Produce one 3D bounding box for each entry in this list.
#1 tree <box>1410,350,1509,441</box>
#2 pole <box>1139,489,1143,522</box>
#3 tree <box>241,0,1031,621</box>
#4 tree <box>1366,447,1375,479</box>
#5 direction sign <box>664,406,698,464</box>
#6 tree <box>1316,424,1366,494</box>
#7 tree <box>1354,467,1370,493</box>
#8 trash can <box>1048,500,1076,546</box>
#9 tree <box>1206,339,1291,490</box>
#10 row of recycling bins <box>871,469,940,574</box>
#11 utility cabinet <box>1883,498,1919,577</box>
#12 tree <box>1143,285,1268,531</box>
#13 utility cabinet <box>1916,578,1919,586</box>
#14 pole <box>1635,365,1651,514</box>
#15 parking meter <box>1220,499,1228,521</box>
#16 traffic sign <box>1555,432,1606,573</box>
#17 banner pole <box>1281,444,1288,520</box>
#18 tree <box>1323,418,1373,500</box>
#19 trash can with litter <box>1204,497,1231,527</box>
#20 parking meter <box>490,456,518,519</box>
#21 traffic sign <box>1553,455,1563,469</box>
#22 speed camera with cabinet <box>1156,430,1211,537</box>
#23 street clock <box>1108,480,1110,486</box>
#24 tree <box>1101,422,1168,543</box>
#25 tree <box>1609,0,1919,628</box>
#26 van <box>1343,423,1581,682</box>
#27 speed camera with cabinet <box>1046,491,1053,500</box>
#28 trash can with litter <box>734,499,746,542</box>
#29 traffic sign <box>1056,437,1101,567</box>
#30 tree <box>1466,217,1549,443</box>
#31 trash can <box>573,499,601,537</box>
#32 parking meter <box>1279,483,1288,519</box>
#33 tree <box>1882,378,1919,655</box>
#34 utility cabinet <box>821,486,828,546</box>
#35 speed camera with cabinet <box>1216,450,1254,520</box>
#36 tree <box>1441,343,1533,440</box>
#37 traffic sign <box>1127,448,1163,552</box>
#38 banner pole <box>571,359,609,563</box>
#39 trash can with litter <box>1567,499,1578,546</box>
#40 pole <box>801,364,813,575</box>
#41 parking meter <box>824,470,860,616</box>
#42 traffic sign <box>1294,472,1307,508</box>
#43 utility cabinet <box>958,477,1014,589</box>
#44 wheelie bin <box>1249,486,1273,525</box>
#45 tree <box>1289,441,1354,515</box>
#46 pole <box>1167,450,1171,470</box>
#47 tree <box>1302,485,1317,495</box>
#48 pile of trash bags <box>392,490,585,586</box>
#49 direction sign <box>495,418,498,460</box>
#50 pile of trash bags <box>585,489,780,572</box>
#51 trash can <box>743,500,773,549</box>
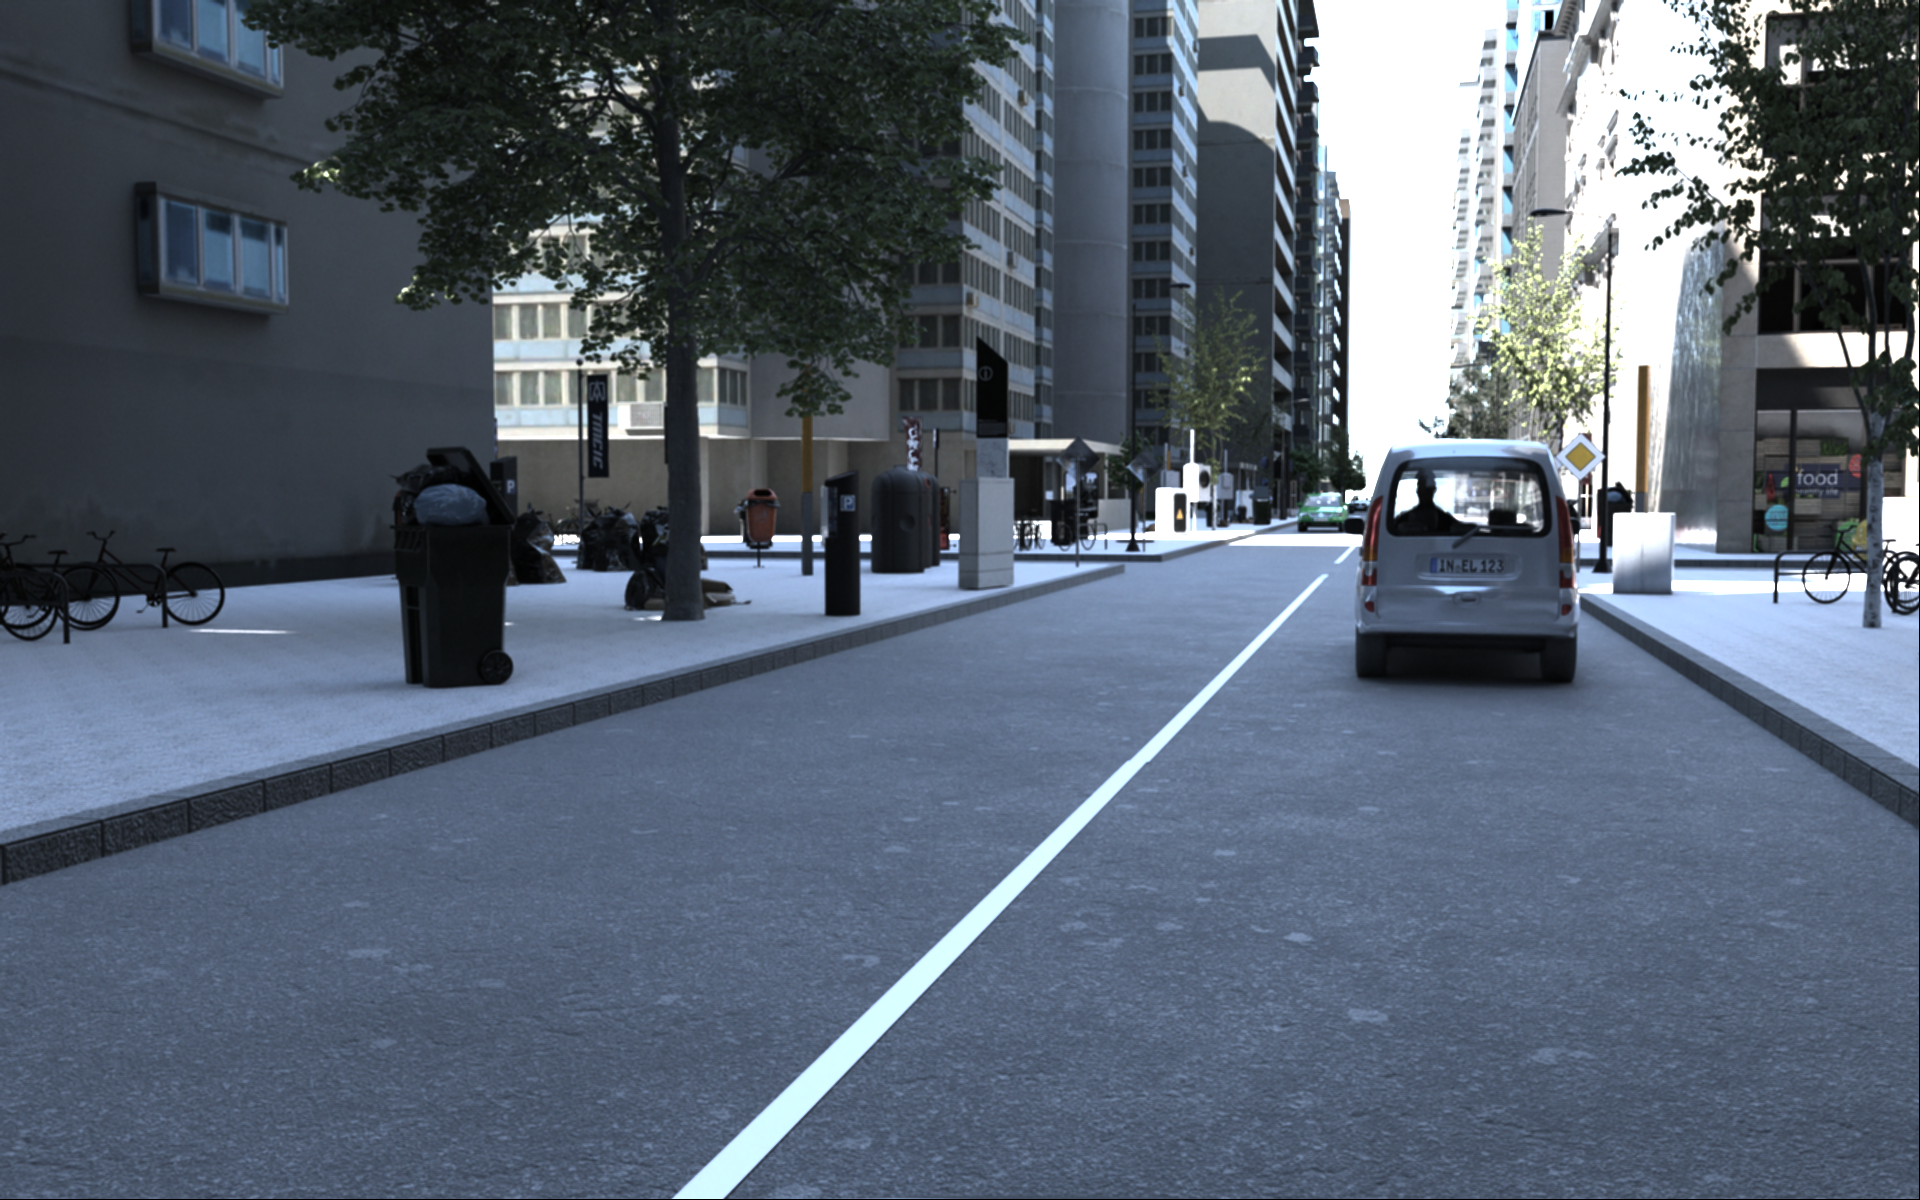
[{"bbox_3d":[33.485,-10.942,113.320,8.767,10.594,7.601,2,4,26],"label":"tree"},{"bbox_3d":[8.243,-5.189,78.676,0.158,3.312,0.155,0,3,0],"label":"pole"},{"bbox_3d":[-3.143,-6.087,17.642,7.486,12.596,7.792,0,3,0],"label":"tree"},{"bbox_3d":[61.197,-19.205,264.367,4.360,8.622,3.978,0,3,0],"label":"tree"},{"bbox_3d":[-7.215,-3.237,44.919,0.876,3.537,0.379,-1,4,-21],"label":"direction sign"},{"bbox_3d":[39.102,-14.040,179.914,4.360,8.622,3.978,0,3,0],"label":"tree"},{"bbox_3d":[38.442,-11.612,173.572,4.285,4.588,4.351,0,3,0],"label":"tree"},{"bbox_3d":[2.566,-1.929,43.190,0.748,1.137,0.748,0,3,0],"label":"trash can"},{"bbox_3d":[13.530,-7.989,80.987,4.360,8.622,3.978,0,3,0],"label":"tree"},{"bbox_3d":[-0.945,-1.377,29.619,1.069,1.692,3.534,0,4,5],"label":"row of recycling bins"},{"bbox_3d":[15.207,-1.017,27.790,1.020,1.237,0.306,0,4,5],"label":"utility cabinet"},{"bbox_3d":[8.634,-6.713,60.120,4.737,8.622,4.395,0,3,0],"label":"tree"},{"bbox_3d":[13.838,-0.800,24.244,1.020,1.237,0.306,-2,4,-29],"label":"utility cabinet"},{"bbox_3d":[10.834,-2.059,27.507,0.158,3.312,0.155,0,3,0],"label":"pole"},{"bbox_3d":[12.577,-4.531,82.492,0.372,1.533,0.369,0,3,0],"label":"parking meter"},{"bbox_3d":[10.089,-1.503,28.223,0.795,2.450,0.064,1,4,14],"label":"traffic sign"},{"bbox_3d":[16.198,-5.918,86.771,0.401,3.779,0.863,2,4,24],"label":"banner pole"},{"bbox_3d":[37.355,-13.316,168.075,4.737,8.622,4.395,0,3,0],"label":"tree"},{"bbox_3d":[9.986,-3.401,67.001,1.055,1.170,0.624,3,5,40],"label":"trash can with litter"},{"bbox_3d":[-7.053,-1.289,26.793,0.255,1.863,0.399,2,4,25],"label":"parking meter"},{"bbox_3d":[12.079,-1.976,35.957,0.795,2.450,0.064,1,4,14],"label":"traffic sign"},{"bbox_3d":[6.813,-3.569,52.682,0.660,3.252,2.038,3,5,44],"label":"speed camera with cabinet"},{"bbox_3d":[6.707,-4.353,75.737,0.471,2.002,0.358,2,4,25],"label":"street clock"},{"bbox_3d":[4.531,-3.150,46.109,1.663,3.219,1.824,0,3,0],"label":"tree"},{"bbox_3d":[8.552,-4.040,16.421,4.737,8.622,4.395,0,3,0],"label":"tree"},{"bbox_3d":[4.260,-0.471,14.720,2.013,2.044,4.112,1,4,15],"label":"van"},{"bbox_3d":[3.927,-5.771,88.695,0.660,3.252,2.038,3,5,41],"label":"speed camera with cabinet"},{"bbox_3d":[-5.529,-2.117,45.998,0.624,1.170,1.055,1,4,15],"label":"trash can with litter"},{"bbox_3d":[2.061,-1.631,30.302,0.795,2.450,0.064,1,4,14],"label":"traffic sign"},{"bbox_3d":[15.808,-5.881,46.518,4.737,8.622,4.395,0,3,0],"label":"tree"},{"bbox_3d":[-10.336,-2.222,47.991,0.748,1.137,0.748,0,3,0],"label":"trash can"},{"bbox_3d":[16.642,-5.097,89.042,0.399,1.863,0.255,0,4,5],"label":"parking meter"},{"bbox_3d":[7.839,-1.123,12.960,1.663,3.219,1.824,0,3,0],"label":"tree"},{"bbox_3d":[-3.042,-2.011,41.560,0.318,1.500,1.173,-1,4,-21],"label":"utility cabinet"},{"bbox_3d":[12.479,-5.104,77.788,2.038,3.252,0.660,-1,4,-17],"label":"speed camera with cabinet"},{"bbox_3d":[24.950,-8.036,81.758,4.360,8.622,3.978,0,3,0],"label":"tree"},{"bbox_3d":[4.051,-2.104,38.036,0.795,2.450,0.064,1,4,14],"label":"traffic sign"},{"bbox_3d":[-6.824,-2.570,32.039,0.863,3.779,0.401,2,4,25],"label":"banner pole"},{"bbox_3d":[14.133,-1.815,41.069,0.624,1.170,1.055,-2,4,-31],"label":"trash can with litter"},{"bbox_3d":[-2.416,-2.046,27.295,0.158,3.312,0.155,0,3,0],"label":"pole"},{"bbox_3d":[-1.245,-0.608,18.346,0.372,1.533,0.369,0,3,0],"label":"parking meter"},{"bbox_3d":[19.905,-6.188,101.272,0.768,2.556,0.104,1,4,23],"label":"traffic sign"},{"bbox_3d":[0.355,-0.915,23.631,0.318,1.500,1.173,2,4,26],"label":"utility cabinet"},{"bbox_3d":[12.856,-4.013,73.517,0.693,1.594,0.980,-2,4,-27],"label":"wheelie bin"},{"bbox_3d":[20.957,-7.519,106.648,4.285,4.588,4.351,0,3,0],"label":"tree"},{"bbox_3d":[9.734,-5.326,80.920,0.158,3.312,0.155,0,3,0],"label":"pole"},{"bbox_3d":[25.171,-8.035,125.977,1.663,3.219,1.824,0,3,0],"label":"tree"},{"bbox_3d":[-7.326,-0.953,25.331,3.447,1.369,1.912,3,5,44],"label":"pile of trash bags"},{"bbox_3d":[-14.225,-3.646,51.614,0.876,3.537,0.379,-1,4,-15],"label":"direction sign"},{"bbox_3d":[-4.813,-1.222,29.729,3.447,1.369,1.912,-1,4,-16],"label":"pile of trash bags"},{"bbox_3d":[-4.668,-1.751,40.289,0.748,1.137,0.748,0,3,0],"label":"trash can"}]
